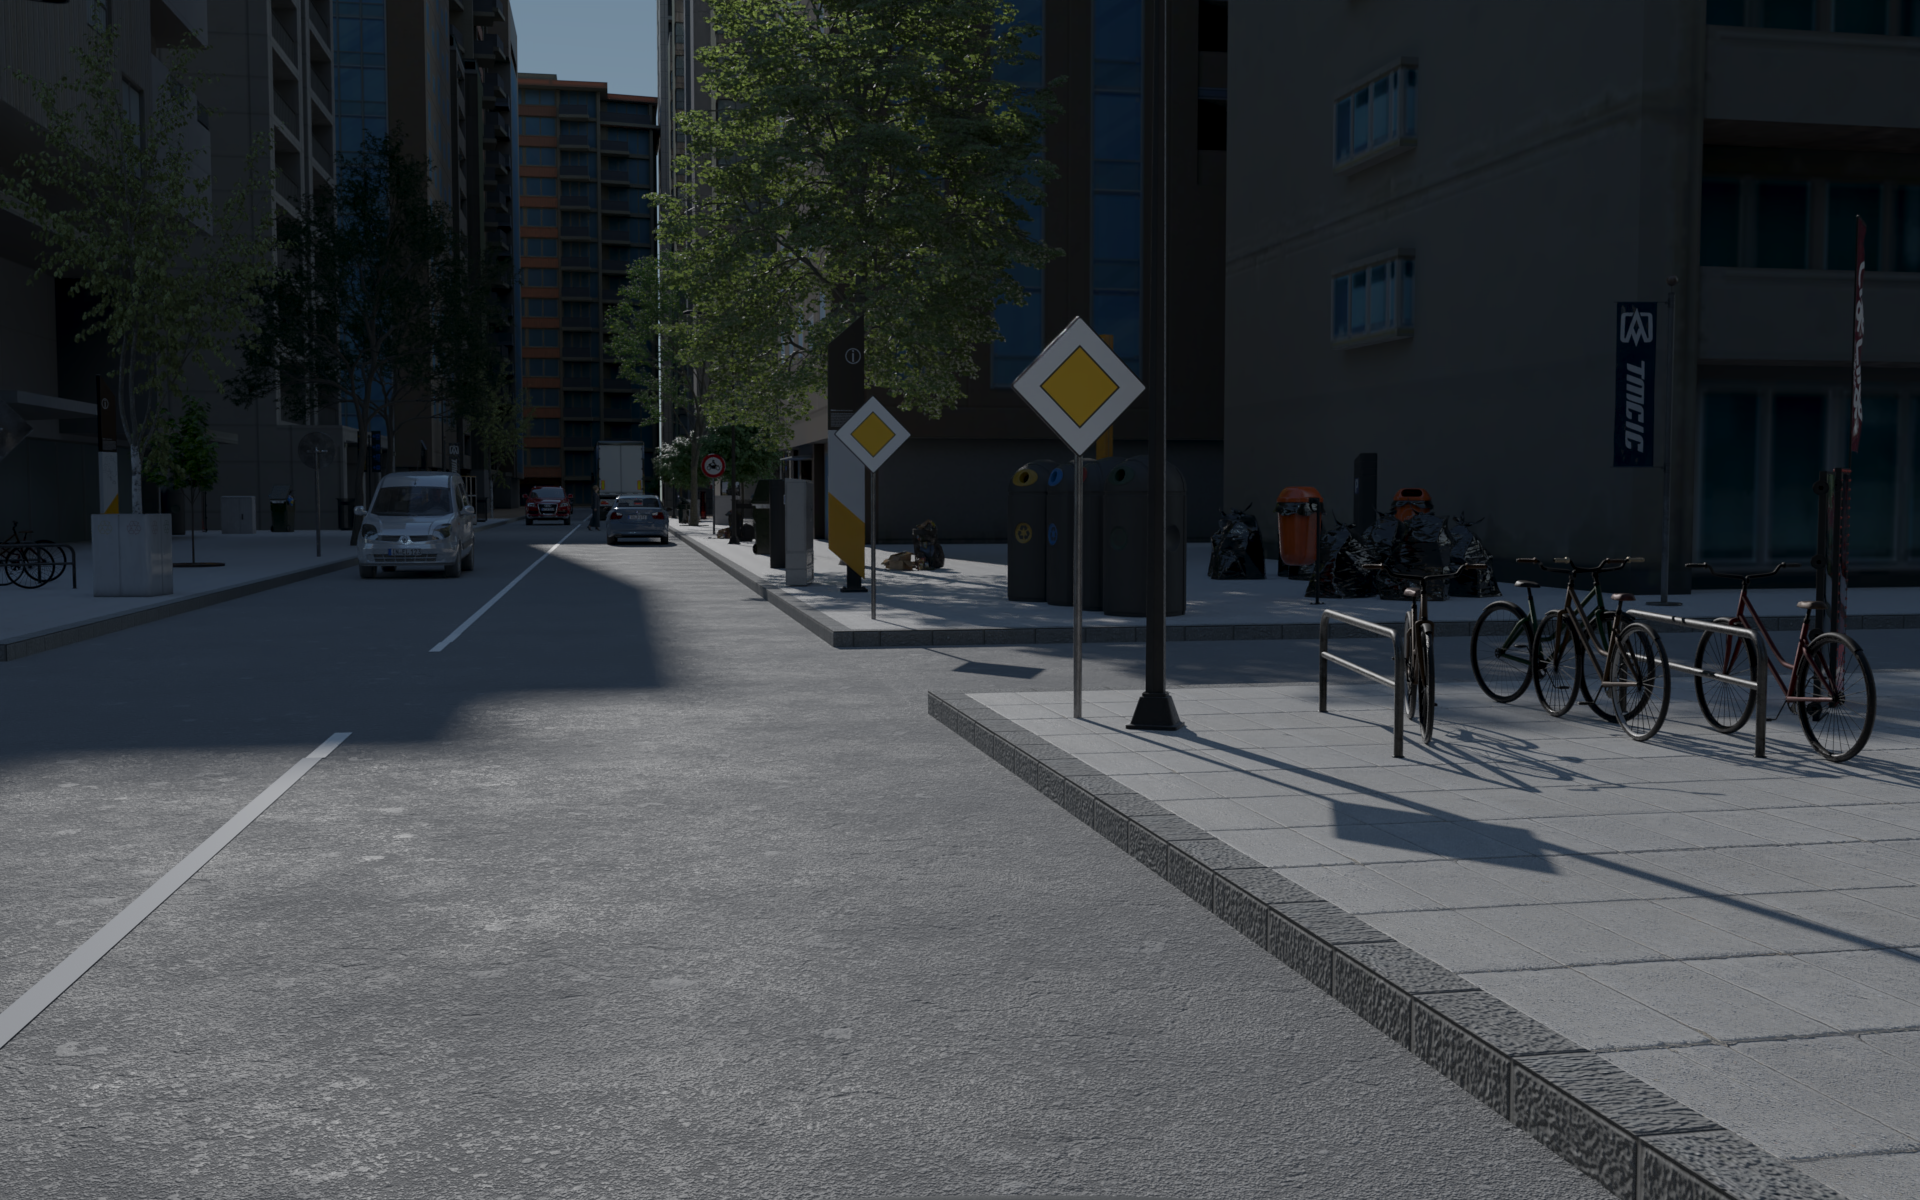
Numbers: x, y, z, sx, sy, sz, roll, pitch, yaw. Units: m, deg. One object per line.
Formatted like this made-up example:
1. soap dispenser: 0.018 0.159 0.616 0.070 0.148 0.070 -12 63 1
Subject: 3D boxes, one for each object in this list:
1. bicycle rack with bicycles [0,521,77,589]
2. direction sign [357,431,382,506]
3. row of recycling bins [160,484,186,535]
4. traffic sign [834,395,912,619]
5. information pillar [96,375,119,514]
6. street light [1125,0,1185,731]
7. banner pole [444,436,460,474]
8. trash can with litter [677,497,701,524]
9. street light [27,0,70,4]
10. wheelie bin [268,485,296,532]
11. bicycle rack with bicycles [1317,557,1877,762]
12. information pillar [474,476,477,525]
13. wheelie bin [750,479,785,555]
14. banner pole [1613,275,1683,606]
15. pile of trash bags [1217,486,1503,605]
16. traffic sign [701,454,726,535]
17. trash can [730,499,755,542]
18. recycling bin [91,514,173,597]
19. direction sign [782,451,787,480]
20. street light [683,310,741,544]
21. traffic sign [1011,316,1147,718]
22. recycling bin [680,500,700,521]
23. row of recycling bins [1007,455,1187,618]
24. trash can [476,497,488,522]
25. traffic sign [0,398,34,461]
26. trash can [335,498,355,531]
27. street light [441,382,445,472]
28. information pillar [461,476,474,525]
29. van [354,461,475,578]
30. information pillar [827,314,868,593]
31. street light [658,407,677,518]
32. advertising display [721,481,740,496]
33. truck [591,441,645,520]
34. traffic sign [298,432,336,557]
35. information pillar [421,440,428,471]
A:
1. bicycle rack with bicycles: -13.463 -0.621 23.543 2.925 0.926 2.852 -3 5 -40
2. direction sign: -21.160 -4.288 62.109 0.876 3.537 0.379 0 4 7
3. row of recycling bins: -26.023 -2.859 53.852 3.534 1.692 1.069 -1 4 -22
4. traffic sign: -0.890 -0.860 17.698 0.795 2.450 0.064 -1 4 -11
5. information pillar: -16.851 -2.623 34.241 0.183 3.616 0.504 0 4 8
6. street light: 0.543 -2.246 9.260 1.470 5.913 1.316 -1 4 -11
7. banner pole: -21.834 -5.153 74.270 0.863 3.779 0.401 -1 4 -17
8. trash can with litter: -11.734 -3.894 75.052 1.055 1.170 0.624 1 4 13
9. street light: -8.867 -2.655 15.952 1.470 5.913 1.316 -1 4 -11
10. wheelie bin: -22.804 -3.081 58.279 0.980 1.594 0.693 1 4 8
11. bicycle rack with bicycles: 3.149 0.241 9.445 2.852 0.926 2.925 0 4 1
12. information pillar: -20.121 -4.086 71.300 0.304 2.012 0.304 2 4 30
13. wheelie bin: -4.028 -1.772 36.886 0.980 1.594 0.693 2 4 25
14. banner pole: 7.895 -1.826 19.875 0.863 3.779 0.401 0 4 0
15. pile of trash bags: 5.049 -0.702 21.228 3.447 1.369 1.912 -3 5 -42
16. traffic sign: -7.800 -3.348 54.846 0.768 2.556 0.104 0 4 -5
17. trash can: -5.841 -2.154 46.877 0.748 1.137 0.748 0 3 0
18. recycling bin: -10.442 -0.570 21.866 0.722 1.027 0.722 0 4 -2
19. direction sign: -6.436 -4.375 63.521 0.379 3.537 0.876 0 4 3
20. street light: -6.309 -4.372 44.021 1.470 5.913 1.316 -1 4 -11
21. traffic sign: 0.671 -0.381 9.867 0.795 2.450 0.064 -1 4 -11
22. recycling bin: -12.364 -4.084 79.329 0.722 1.027 0.722 1 4 9
23. row of recycling bins: 1.519 -0.766 19.638 1.069 1.692 3.534 -1 4 -21
24. trash can: -21.923 -4.128 79.148 0.748 1.137 0.748 0 3 0
25. traffic sign: -9.028 -0.762 16.104 0.795 2.450 0.064 -1 4 -11
26. trash can: -21.563 -3.013 60.918 0.748 1.137 0.748 0 3 0
27. street light: -18.299 -5.543 63.176 1.470 5.913 1.316 -1 4 -11
28. information pillar: -20.136 -4.042 70.572 0.304 2.012 0.304 1 4 18
29. van: -9.635 -1.456 30.818 2.013 2.044 4.112 -1 4 -11
30. information pillar: -1.464 -1.906 22.520 0.504 3.616 0.183 -1 4 -12
31. street light: -15.662 -7.267 91.349 1.470 5.913 1.316 -1 4 -11
32. advertising display: -11.149 -4.825 84.110 0.974 1.923 0.123 -2 4 -31
33. truck: -19.224 -6.632 97.342 2.839 4.237 11.283 -1 4 -13
34. traffic sign: -13.131 -2.158 35.389 0.768 2.556 0.104 0 4 -4
35. information pillar: -23.313 -5.140 75.397 0.183 3.616 0.504 -3 5 -42
